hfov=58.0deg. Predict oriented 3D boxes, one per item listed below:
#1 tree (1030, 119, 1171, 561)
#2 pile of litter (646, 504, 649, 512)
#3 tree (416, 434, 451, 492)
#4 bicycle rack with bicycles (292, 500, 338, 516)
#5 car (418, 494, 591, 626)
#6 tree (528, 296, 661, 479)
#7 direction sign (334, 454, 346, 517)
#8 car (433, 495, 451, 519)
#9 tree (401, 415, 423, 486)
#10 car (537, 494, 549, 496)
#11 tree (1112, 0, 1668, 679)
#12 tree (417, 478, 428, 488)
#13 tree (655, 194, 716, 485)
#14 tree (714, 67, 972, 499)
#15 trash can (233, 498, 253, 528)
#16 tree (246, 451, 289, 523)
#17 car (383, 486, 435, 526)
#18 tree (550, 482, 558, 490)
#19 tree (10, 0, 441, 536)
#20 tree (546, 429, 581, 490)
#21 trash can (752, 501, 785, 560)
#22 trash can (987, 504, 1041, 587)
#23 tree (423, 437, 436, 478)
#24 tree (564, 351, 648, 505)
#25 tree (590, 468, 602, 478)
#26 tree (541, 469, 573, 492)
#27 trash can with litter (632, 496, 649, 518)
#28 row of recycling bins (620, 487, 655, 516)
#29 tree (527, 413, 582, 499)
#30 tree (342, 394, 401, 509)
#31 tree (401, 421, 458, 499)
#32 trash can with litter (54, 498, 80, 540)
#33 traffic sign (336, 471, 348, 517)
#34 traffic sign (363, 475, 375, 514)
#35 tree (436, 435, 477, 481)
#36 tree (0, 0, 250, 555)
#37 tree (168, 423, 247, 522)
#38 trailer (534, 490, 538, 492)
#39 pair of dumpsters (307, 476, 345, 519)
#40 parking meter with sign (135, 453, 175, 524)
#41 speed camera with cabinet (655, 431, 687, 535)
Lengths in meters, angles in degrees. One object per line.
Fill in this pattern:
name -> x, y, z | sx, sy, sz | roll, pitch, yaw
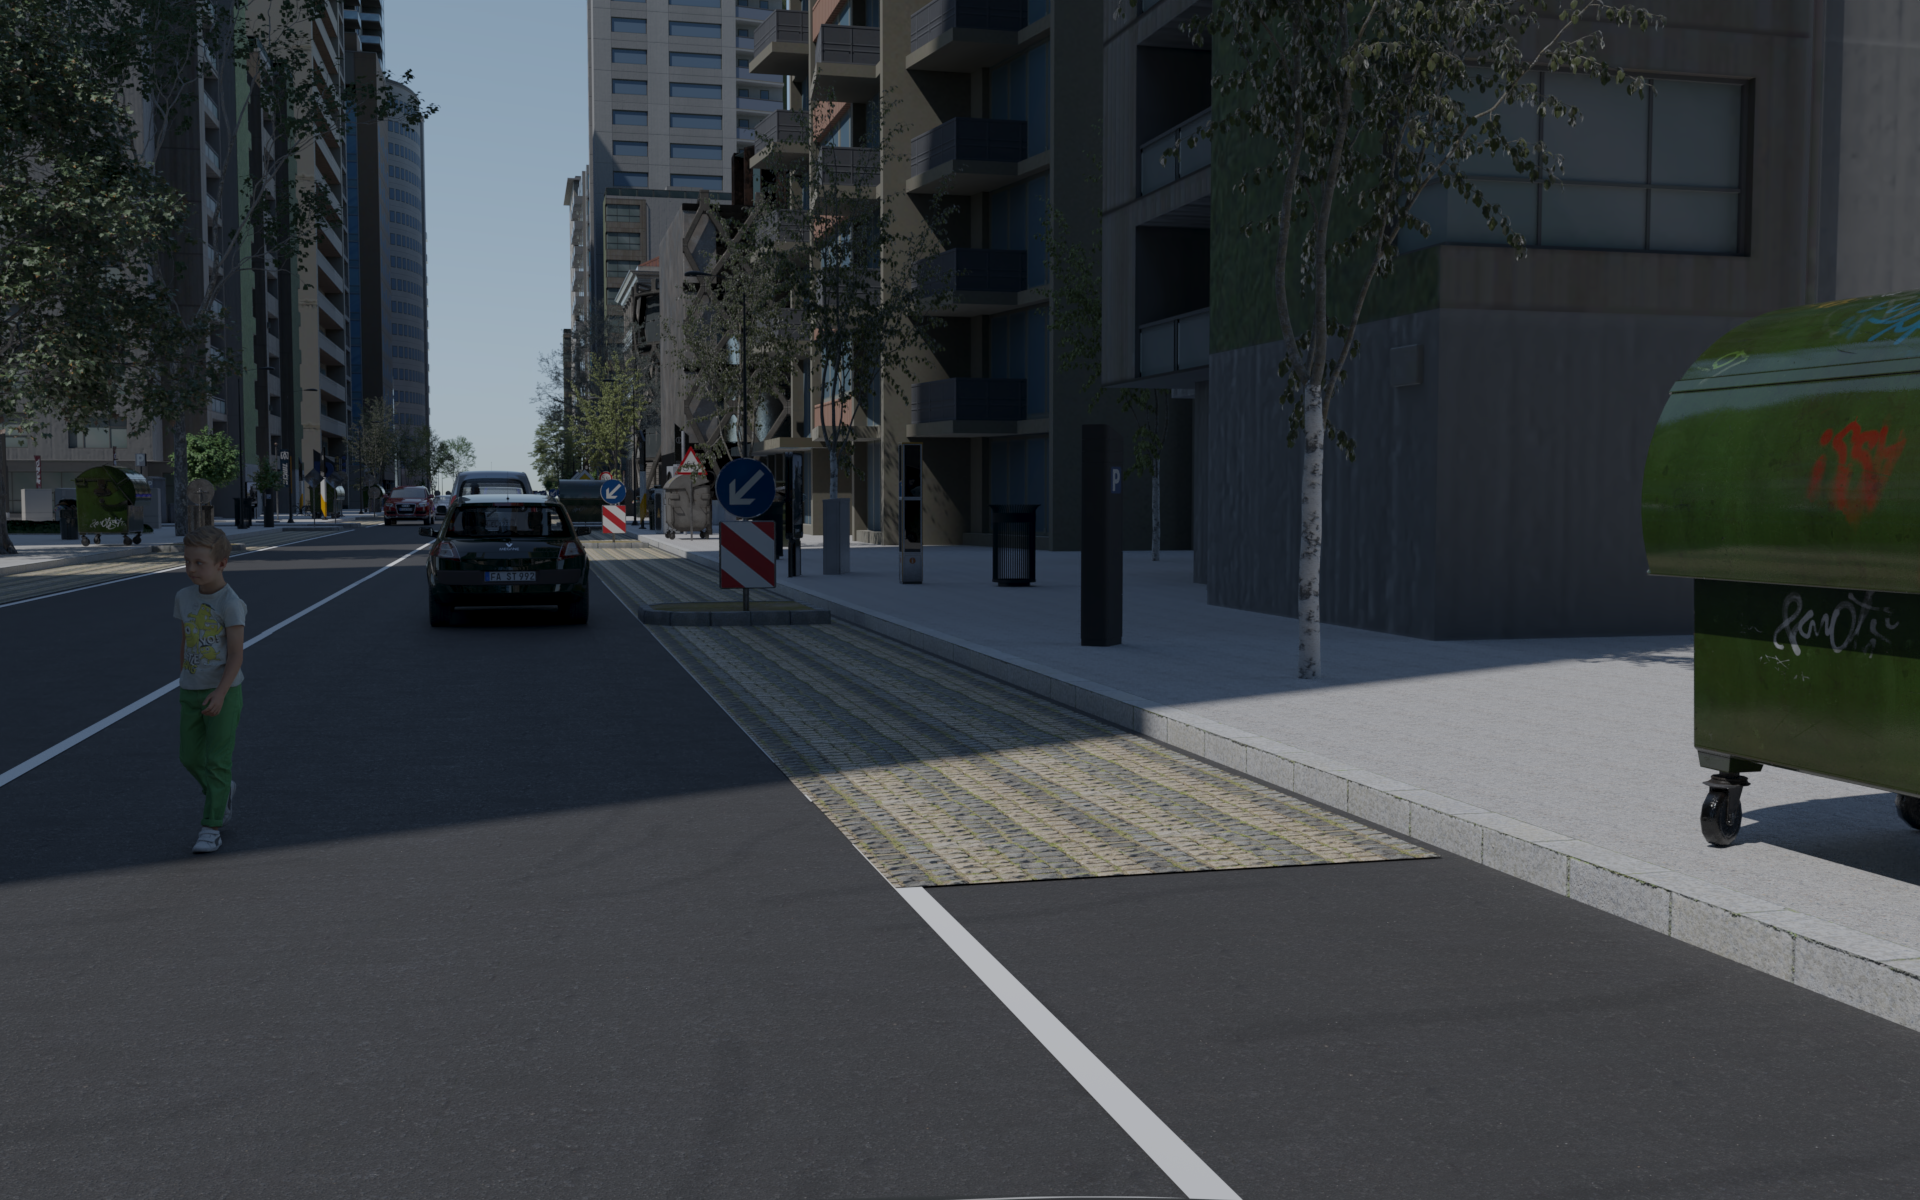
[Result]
tree -> 3.516, -5.052, 32.961 | 4.737, 8.622, 4.395 | 0, 3, 0
pile of litter -> -17.507, -5.058, 96.665 | 1.176, 0.858, 1.719 | -3, 5, -41
tree -> -64.437, -15.983, 211.685 | 4.737, 8.622, 4.395 | 0, 3, 0
bicycle rack with bicycles -> -37.429, -5.343, 100.734 | 2.925, 0.926, 2.852 | -2, 4, -26
car -> -5.311, -0.643, 20.298 | 2.009, 1.686, 4.222 | -1, 4, -15
tree -> -21.693, -12.068, 107.674 | 12.009, 13.543, 11.850 | 0, 3, 0
direction sign -> -35.252, -6.521, 98.614 | 0.876, 3.537, 0.379 | 2, 4, 27
car -> -29.301, -5.291, 98.865 | 2.083, 1.381, 4.827 | -1, 4, -15
tree -> -45.986, -11.443, 137.461 | 4.360, 8.622, 3.978 | 0, 3, 0
car -> -47.132, -11.416, 195.452 | 1.959, 1.807, 4.718 | -1, 4, -14
tree -> 2.669, -3.761, 11.859 | 4.360, 8.622, 3.978 | 0, 3, 0
tree -> -58.035, -11.786, 187.309 | 1.663, 3.219, 1.824 | 0, 3, 0
tree -> -5.230, -5.582, 41.620 | 4.360, 8.622, 3.978 | 0, 3, 0
tree -> -2.040, -4.932, 30.997 | 4.360, 8.622, 3.978 | 0, 3, 0
trash can -> -27.123, -3.295, 65.528 | 0.748, 1.137, 0.748 | 0, 3, 0
tree -> -31.169, -5.097, 77.945 | 1.663, 3.219, 1.824 | 0, 3, 0
car -> -25.638, -4.406, 80.703 | 2.281, 1.827, 5.304 | -1, 4, -14
tree -> -56.438, -15.087, 241.272 | 1.663, 3.219, 1.824 | 0, 3, 0
tree -> -22.527, -11.960, 51.435 | 12.611, 20.169, 13.585 | 0, 3, 0
tree -> -42.710, -14.439, 186.440 | 4.360, 8.622, 3.978 | 0, 3, 0
trash can -> -3.772, -1.364, 33.952 | 0.748, 1.137, 0.748 | 0, 3, 0
trash can -> 0.752, -0.761, 24.091 | 0.748, 1.137, 0.748 | 0, 3, 0
tree -> -50.115, -12.680, 157.675 | 4.360, 8.622, 3.978 | 0, 3, 0
tree -> -17.738, -8.426, 88.129 | 4.737, 8.622, 4.395 | 0, 3, 0
tree -> -27.314, -8.251, 129.511 | 1.663, 3.219, 1.824 | 0, 3, 0
tree -> -46.069, -13.490, 204.271 | 4.285, 4.588, 4.351 | 0, 3, 0
trash can with litter -> -17.179, -5.025, 93.551 | 0.624, 1.170, 1.055 | 1, 4, 19
row of recycling bins -> -18.930, -5.731, 100.814 | 3.534, 1.692, 1.069 | -3, 4, -37
tree -> -54.049, -19.170, 231.547 | 7.486, 12.596, 7.792 | 0, 3, 0
tree -> -44.903, -11.099, 131.827 | 4.360, 8.622, 3.978 | 0, 3, 0
tree -> -67.903, -17.598, 222.142 | 7.601, 10.594, 8.767 | 2, 4, 27
trash can with litter -> -25.132, -2.289, 48.815 | 0.624, 1.170, 1.055 | -1, 4, -22
traffic sign -> -34.071, -5.825, 95.352 | 0.768, 2.556, 0.104 | -1, 4, -12
traffic sign -> -38.657, -6.926, 113.351 | 0.768, 2.556, 0.104 | -1, 4, -12
tree -> -88.087, -23.046, 302.561 | 9.928, 11.665, 9.643 | 0, 3, 0
tree -> -20.638, -7.323, 36.732 | 9.611, 12.733, 9.660 | 0, 3, 0
tree -> -35.065, -5.935, 80.750 | 4.285, 4.588, 4.351 | 0, 3, 0
trailer -> -67.952, -16.499, 276.814 | 1.471, 1.999, 3.904 | -1, 4, -12
pair of dumpsters -> -33.389, -5.424, 91.182 | 1.574, 2.255, 4.437 | -1, 4, -14
parking meter with sign -> -34.864, -4.828, 75.194 | 0.543, 3.016, 1.738 | 1, 4, 21
speed camera with cabinet -> -9.150, -3.708, 54.960 | 0.660, 3.252, 2.038 | -2, 4, -26
